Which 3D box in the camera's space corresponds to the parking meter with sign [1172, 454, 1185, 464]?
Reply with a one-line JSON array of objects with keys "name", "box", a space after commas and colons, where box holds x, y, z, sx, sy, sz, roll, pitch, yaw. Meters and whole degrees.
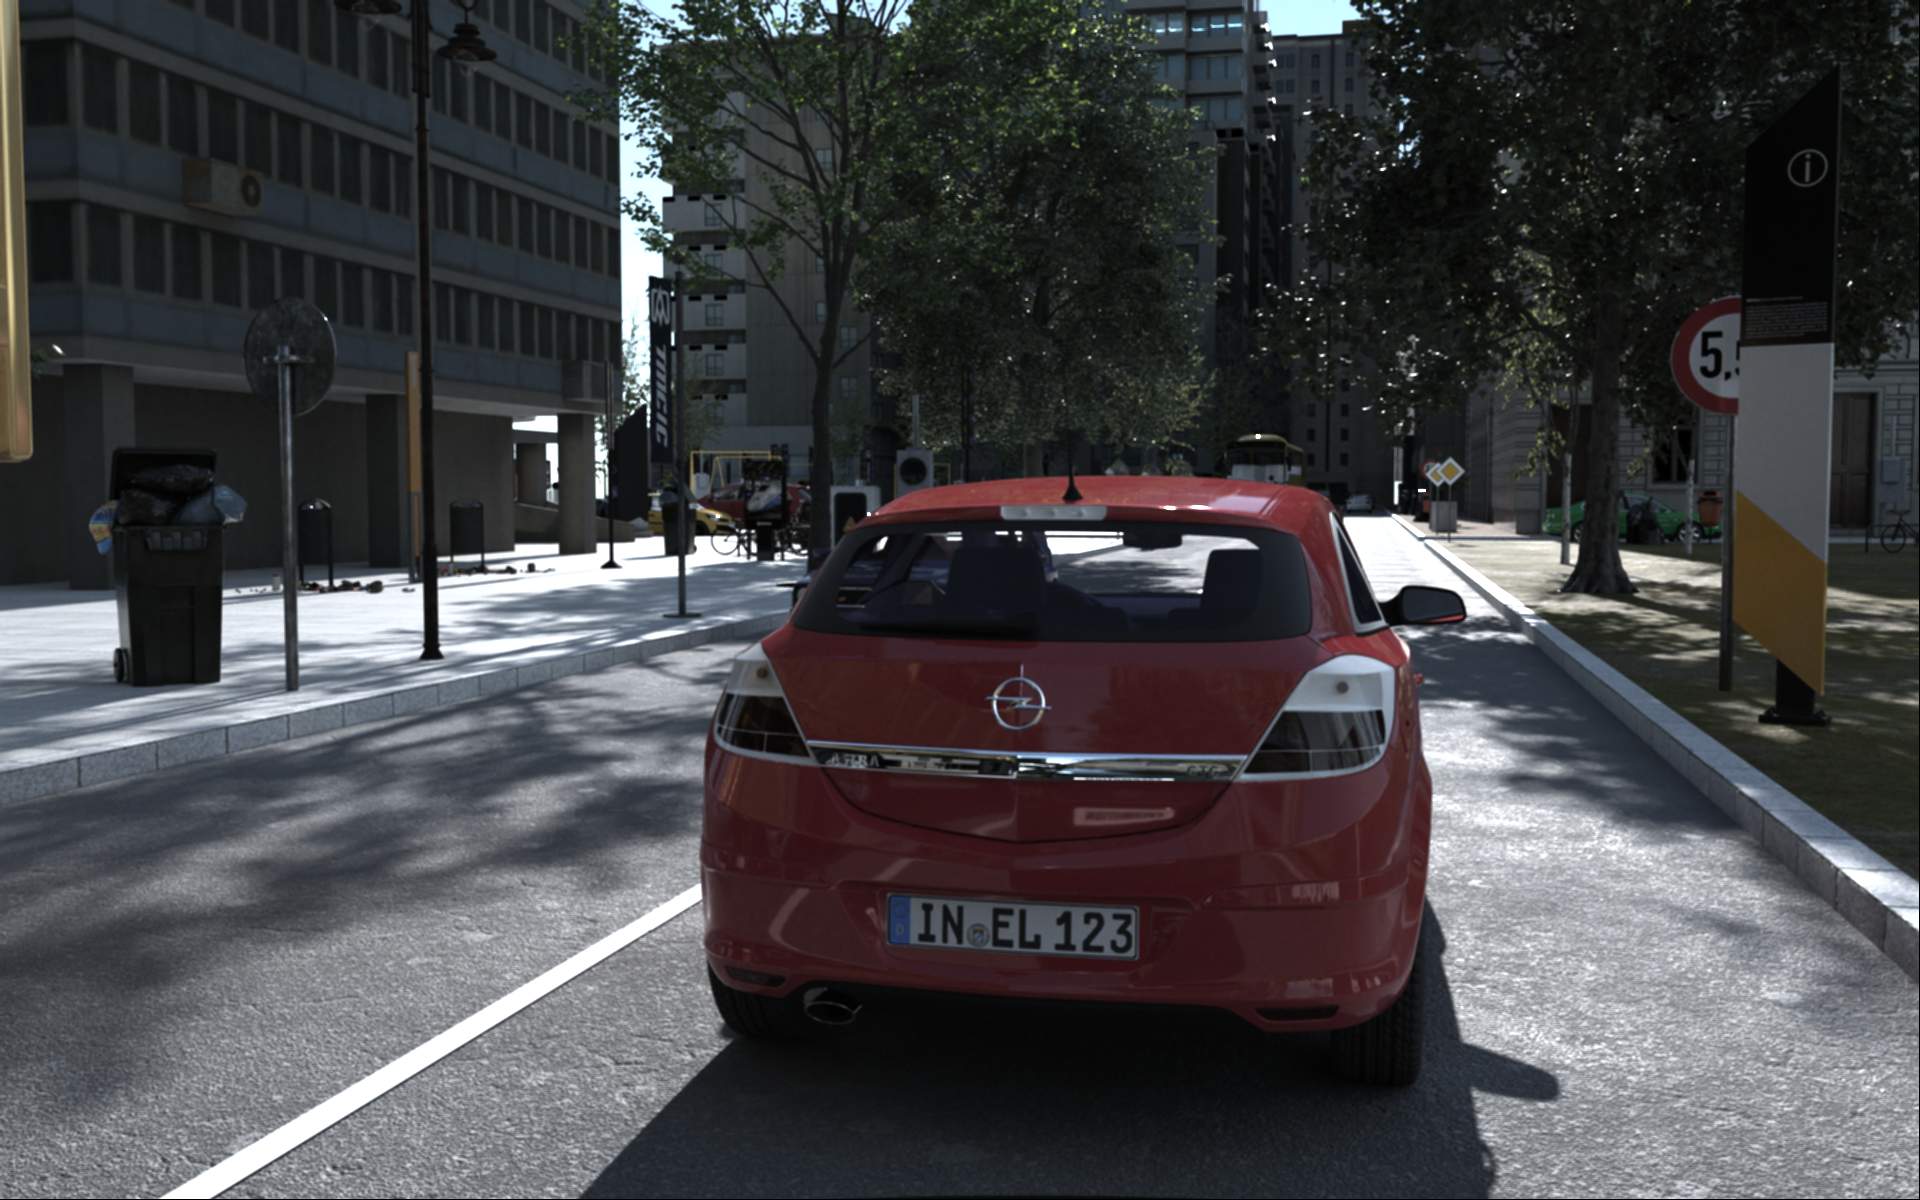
[{"name": "parking meter with sign", "box": [9.792, -4.839, 75.377, 0.543, 3.016, 1.738, 2, 4, 28]}]

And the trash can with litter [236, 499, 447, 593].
[{"name": "trash can with litter", "box": [-8.277, -0.722, 22.860, 2.233, 1.210, 1.678, 1, 4, 22]}]

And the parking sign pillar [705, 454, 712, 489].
[{"name": "parking sign pillar", "box": [-16.967, -7.760, 115.350, 1.447, 3.967, 1.447, 1, 4, 19]}]

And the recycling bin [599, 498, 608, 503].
[{"name": "recycling bin", "box": [-20.476, -5.277, 98.831, 0.722, 1.027, 0.722, 3, 5, 44]}]

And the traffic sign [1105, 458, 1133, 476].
[{"name": "traffic sign", "box": [4.418, -2.731, 48.288, 0.795, 2.450, 0.064, 1, 4, 13]}]

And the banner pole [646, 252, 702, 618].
[{"name": "banner pole", "box": [-2.986, -1.700, 17.809, 0.401, 3.779, 0.863, 1, 4, 20]}]

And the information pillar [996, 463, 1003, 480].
[{"name": "information pillar", "box": [2.917, -8.340, 127.714, 0.504, 3.616, 0.183, 1, 4, 23]}]

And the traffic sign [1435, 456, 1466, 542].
[{"name": "traffic sign", "box": [13.075, -2.606, 46.248, 0.795, 2.450, 0.064, 1, 4, 13]}]

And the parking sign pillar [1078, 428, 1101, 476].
[{"name": "parking sign pillar", "box": [5.033, -4.830, 67.448, 1.447, 3.967, 1.447, -1, 4, -18]}]

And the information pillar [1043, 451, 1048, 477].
[{"name": "information pillar", "box": [4.624, -6.343, 95.056, 0.504, 3.616, 0.183, -3, 4, -38]}]

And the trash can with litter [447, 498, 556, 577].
[{"name": "trash can with litter", "box": [-7.551, -1.037, 28.005, 2.233, 1.210, 1.678, -2, 4, -33]}]

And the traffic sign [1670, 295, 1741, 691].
[{"name": "traffic sign", "box": [4.997, -0.680, 11.229, 0.768, 2.556, 0.104, 1, 4, 22]}]

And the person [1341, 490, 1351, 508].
[{"name": "person", "box": [40.299, -10.503, 180.203, 1.348, 1.826, 0.705, -1, 4, -15]}]

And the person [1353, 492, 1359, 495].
[{"name": "person", "box": [40.497, -10.218, 177.034, 0.593, 1.643, 0.415, 1, 4, 13]}]

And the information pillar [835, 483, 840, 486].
[{"name": "information pillar", "box": [-8.374, -6.981, 118.628, 0.304, 2.012, 0.304, 0, 4, 4]}]

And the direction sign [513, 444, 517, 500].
[{"name": "direction sign", "box": [-17.723, -4.699, 68.829, 0.379, 3.537, 0.876, 3, 5, 41]}]

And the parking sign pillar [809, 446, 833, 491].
[{"name": "parking sign pillar", "box": [-7.744, -6.603, 96.438, 1.447, 3.967, 1.447, -1, 4, -15]}]

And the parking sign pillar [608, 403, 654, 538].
[{"name": "parking sign pillar", "box": [-9.775, -3.823, 50.986, 1.447, 3.967, 1.447, 2, 4, 31]}]

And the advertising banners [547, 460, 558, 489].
[{"name": "advertising banners", "box": [-20.731, -5.720, 89.716, 2.074, 3.025, 0.090, -3, 5, -43]}]

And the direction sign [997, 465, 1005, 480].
[{"name": "direction sign", "box": [3.151, -8.690, 134.079, 0.876, 3.537, 0.379, -3, 4, -38]}]

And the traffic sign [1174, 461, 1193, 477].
[{"name": "traffic sign", "box": [8.469, -4.030, 65.998, 0.768, 2.556, 0.104, 1, 4, 21]}]

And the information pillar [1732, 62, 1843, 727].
[{"name": "information pillar", "box": [4.611, -1.119, 9.644, 0.504, 3.616, 0.183, 3, 4, 36]}]

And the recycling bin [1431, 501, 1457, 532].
[{"name": "recycling bin", "box": [16.541, -2.852, 59.180, 0.722, 1.027, 0.722, 0, 4, 2]}]

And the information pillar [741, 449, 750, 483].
[{"name": "information pillar", "box": [-11.221, -6.069, 90.577, 0.504, 3.616, 0.183, -3, 5, -40]}]

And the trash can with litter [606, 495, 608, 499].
[{"name": "trash can with litter", "box": [-28.439, -7.928, 140.677, 2.233, 1.210, 1.678, 3, 5, 43]}]

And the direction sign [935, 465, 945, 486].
[{"name": "direction sign", "box": [-1.522, -8.588, 132.418, 0.876, 3.537, 0.379, -1, 4, -23]}]

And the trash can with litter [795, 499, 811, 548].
[{"name": "trash can with litter", "box": [-3.330, -1.810, 40.983, 1.055, 1.170, 0.624, -1, 4, -18]}]

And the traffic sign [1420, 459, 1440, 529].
[{"name": "traffic sign", "box": [17.047, -3.828, 62.696, 0.768, 2.556, 0.104, 1, 4, 19]}]

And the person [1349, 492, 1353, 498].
[{"name": "person", "box": [43.467, -11.160, 192.430, 0.415, 1.643, 0.593, -3, 4, -37]}]

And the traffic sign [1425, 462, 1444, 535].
[{"name": "traffic sign", "box": [14.895, -3.081, 54.023, 0.795, 2.450, 0.064, 1, 4, 13]}]

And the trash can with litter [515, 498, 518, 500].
[{"name": "trash can with litter", "box": [-16.612, -3.209, 63.851, 1.055, 1.170, 0.624, -2, 4, -30]}]

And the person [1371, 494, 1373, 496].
[{"name": "person", "box": [40.783, -9.812, 172.163, 0.421, 1.427, 0.697, -2, 4, -31]}]

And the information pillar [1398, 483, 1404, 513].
[{"name": "information pillar", "box": [29.459, -6.801, 115.681, 0.304, 2.012, 0.304, -1, 4, -14]}]

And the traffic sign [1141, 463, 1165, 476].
[{"name": "traffic sign", "box": [6.239, -3.206, 56.063, 0.795, 2.450, 0.064, 1, 4, 13]}]

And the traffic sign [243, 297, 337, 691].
[{"name": "traffic sign", "box": [-4.359, -0.681, 11.233, 0.768, 2.556, 0.104, 1, 4, 22]}]

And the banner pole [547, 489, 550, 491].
[{"name": "banner pole", "box": [-33.061, -9.093, 138.691, 0.863, 3.779, 0.401, 0, 4, 5]}]

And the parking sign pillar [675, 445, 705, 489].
[{"name": "parking sign pillar", "box": [-14.536, -6.358, 92.422, 1.447, 3.967, 1.447, -1, 4, -13]}]

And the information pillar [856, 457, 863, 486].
[{"name": "information pillar", "box": [-5.718, -6.558, 98.570, 0.504, 3.616, 0.183, 3, 5, 40]}]

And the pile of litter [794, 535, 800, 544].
[{"name": "pile of litter", "box": [-3.911, -1.893, 44.916, 1.176, 0.858, 1.719, 1, 4, 16]}]

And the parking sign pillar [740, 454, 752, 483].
[{"name": "parking sign pillar", "box": [-14.379, -7.873, 117.195, 1.447, 3.967, 1.447, -3, 5, -39]}]

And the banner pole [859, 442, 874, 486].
[{"name": "banner pole", "box": [-4.281, -5.663, 82.614, 0.401, 3.779, 0.863, 2, 4, 29]}]

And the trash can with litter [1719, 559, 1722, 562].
[{"name": "trash can with litter", "box": [14.048, -1.182, 30.710, 1.055, 1.170, 0.624, 3, 5, 40]}]

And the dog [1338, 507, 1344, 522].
[{"name": "dog", "box": [17.969, -3.949, 81.409, 0.513, 0.831, 0.800, 3, 5, 42]}]
